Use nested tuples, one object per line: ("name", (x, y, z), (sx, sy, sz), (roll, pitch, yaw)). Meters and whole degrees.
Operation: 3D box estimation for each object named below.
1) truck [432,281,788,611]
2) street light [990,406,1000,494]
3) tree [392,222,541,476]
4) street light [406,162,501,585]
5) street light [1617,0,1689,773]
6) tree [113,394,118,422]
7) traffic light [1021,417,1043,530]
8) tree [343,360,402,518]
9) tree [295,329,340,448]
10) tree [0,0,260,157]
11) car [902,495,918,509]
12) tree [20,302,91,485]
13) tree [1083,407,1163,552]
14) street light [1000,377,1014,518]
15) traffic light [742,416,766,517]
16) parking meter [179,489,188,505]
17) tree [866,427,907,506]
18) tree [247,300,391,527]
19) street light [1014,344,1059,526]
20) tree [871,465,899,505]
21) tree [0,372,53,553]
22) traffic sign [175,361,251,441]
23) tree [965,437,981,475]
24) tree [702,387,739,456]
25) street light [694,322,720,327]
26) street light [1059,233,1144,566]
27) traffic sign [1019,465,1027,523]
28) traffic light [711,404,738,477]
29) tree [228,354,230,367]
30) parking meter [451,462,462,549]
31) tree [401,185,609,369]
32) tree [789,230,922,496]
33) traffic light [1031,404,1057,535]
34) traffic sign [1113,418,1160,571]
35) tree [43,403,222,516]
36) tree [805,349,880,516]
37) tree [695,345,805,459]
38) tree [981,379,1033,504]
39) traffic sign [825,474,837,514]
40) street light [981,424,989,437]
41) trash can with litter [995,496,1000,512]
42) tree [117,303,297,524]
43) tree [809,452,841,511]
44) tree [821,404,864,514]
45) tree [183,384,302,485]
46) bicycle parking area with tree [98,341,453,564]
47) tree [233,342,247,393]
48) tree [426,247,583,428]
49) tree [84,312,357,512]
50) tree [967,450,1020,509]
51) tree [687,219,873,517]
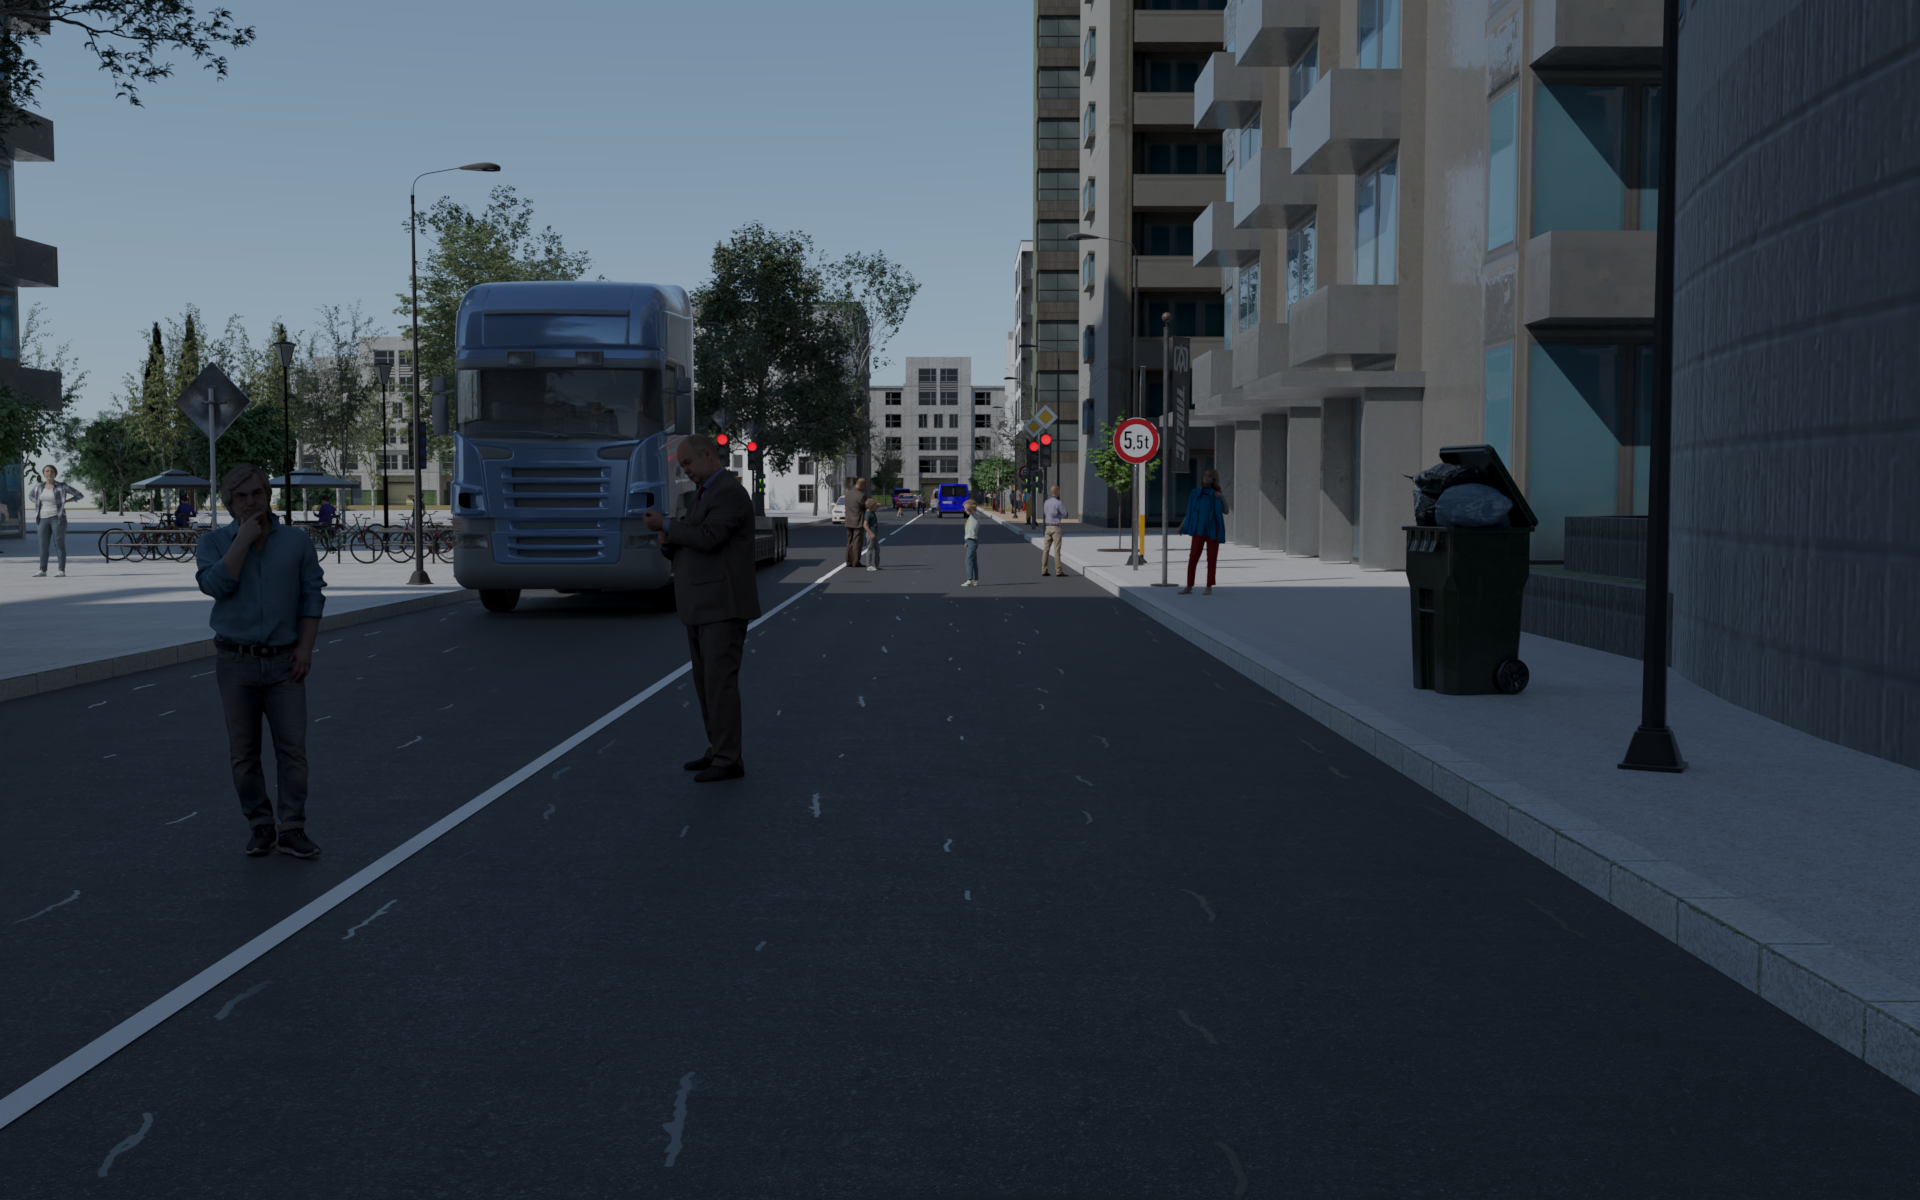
("truck", (-4.742, -2.349, 28.165), (2.967, 4.110, 18.799), (0, 4, -1))
("street light", (2.393, -7.276, 91.499), (1.470, 5.913, 1.316), (0, 4, 0))
("tree", (-20.112, -9.470, 72.965), (7.486, 12.596, 7.792), (0, 3, 0))
("street light", (-7.127, -3.172, 24.403), (1.470, 5.913, 1.316), (0, 4, 0))
("street light", (2.712, -2.166, 7.956), (1.470, 5.913, 1.316), (0, 4, 0))
("tree", (-34.200, -7.591, 74.469), (4.737, 8.622, 4.395), (0, 3, 0))
("traffic light", (2.630, -4.487, 62.281), (0.839, 4.253, 0.868), (0, 4, 0))
("tree", (-32.222, -8.802, 94.268), (4.737, 8.622, 4.395), (0, 3, 0))
("tree", (-28.773, -7.429, 71.826), (4.737, 8.622, 4.395), (0, 3, 0))
("tree", (-8.719, -4.725, 11.670), (8.767, 10.594, 7.601), (0, 4, -7))
("car", (-4.844, -9.614, 169.543), (2.083, 1.381, 4.827), (0, 4, -1))
("tree", (-35.317, -7.027, 65.247), (4.737, 8.622, 4.395), (0, 3, 0))
("tree", (3.704, -2.690, 38.586), (1.663, 3.219, 1.824), (0, 3, 0))
("street light", (2.432, -5.880, 68.677), (1.470, 5.913, 1.316), (0, 4, 0))
("traffic light", (-7.411, -4.483, 62.224), (0.839, 4.253, 0.868), (0, 4, 0))
("parking meter", (-27.542, -3.407, 61.410), (0.255, 1.863, 0.399), (-2, 4, -28))
("tree", (-8.116, -14.601, 189.088), (4.360, 8.622, 3.978), (0, 3, 0))
("tree", (-23.428, -7.012, 65.002), (4.360, 8.622, 3.978), (0, 3, 0))
("street light", (2.509, -4.963, 53.684), (1.470, 5.913, 1.316), (0, 4, 0))
("tree", (-8.425, -12.927, 195.064), (4.285, 4.588, 4.351), (0, 3, 0))
("tree", (-21.530, -3.272, 37.215), (4.285, 4.588, 4.351), (0, 3, 0))
("traffic sign", (-7.440, -1.072, 17.262), (0.795, 2.593, 0.064), (0, 4, 7))
("tree", (2.948, -16.196, 215.161), (4.360, 8.622, 3.978), (0, 3, 0))
("tree", (-16.175, -9.925, 112.632), (4.737, 8.622, 4.395), (0, 3, 0))
("street light", (-7.193, -4.550, 46.933), (1.470, 5.913, 1.316), (0, 4, 0))
("street light", (2.600, -3.575, 30.991), (1.470, 5.913, 1.316), (0, 4, 0))
("traffic sign", (2.907, -4.560, 74.660), (0.768, 2.556, 0.104), (0, 4, 6))
("traffic light", (-7.379, -3.995, 54.239), (0.839, 4.253, 0.868), (0, 4, 0))
("tree", (-33.168, -8.030, 81.660), (4.360, 8.622, 3.978), (0, 3, 0))
("parking meter", (-7.730, -1.308, 27.099), (0.255, 1.863, 0.399), (3, 4, 37))
("tree", (-26.782, -15.200, 104.401), (12.611, 20.169, 13.585), (0, 3, 0))
("tree", (-9.437, -16.464, 125.067), (12.611, 20.169, 13.585), (0, 3, 0))
("traffic light", (2.662, -3.998, 54.296), (0.839, 4.253, 0.868), (0, 4, 0))
("traffic sign", (2.946, -1.765, 28.961), (0.768, 2.556, 0.104), (0, 4, 7))
("tree", (-51.488, -8.915, 108.662), (11.467, 7.101, 20.602), (-3, 5, -41))
("tree", (-8.189, -10.223, 101.561), (7.601, 10.594, 8.767), (-1, 4, -19))
("tree", (-12.203, -9.505, 89.823), (7.601, 10.594, 8.767), (0, 4, -3))
("tree", (4.074, -9.592, 107.199), (4.360, 8.622, 3.978), (0, 3, 0))
("traffic sign", (-8.107, -6.644, 108.732), (0.768, 2.556, 0.104), (0, 4, 7))
("street light", (2.280, -8.656, 114.064), (1.470, 5.913, 1.316), (0, 4, 0))
("trash can with litter", (2.868, -6.801, 122.588), (0.624, 1.170, 1.055), (-1, 4, -13))
("tree", (-28.716, -7.089, 66.261), (4.737, 8.622, 4.395), (0, 3, 0))
("tree", (-10.896, -11.287, 134.898), (4.360, 8.622, 3.978), (0, 3, 0))
("tree", (-8.344, -9.923, 112.609), (4.737, 8.622, 4.395), (0, 3, 0))
("tree", (-21.450, -4.160, 51.724), (4.285, 4.588, 4.351), (0, 3, 0))
("bicycle parking area with tree", (-12.790, -2.956, 35.325), (9.016, 4.147, 8.231), (1, 4, 15))
("tree", (-28.800, -7.717, 76.541), (4.360, 8.622, 3.978), (0, 3, 0))
("tree", (-21.958, -11.131, 88.647), (9.857, 13.997, 8.962), (0, 3, 0))
("tree", (-55.674, -13.958, 130.037), (18.604, 14.587, 13.155), (-2, 4, -29))
("tree", (2.948, -8.829, 128.069), (4.285, 4.588, 4.351), (0, 3, 0))
("tree", (-8.337, -9.518, 72.620), (9.611, 12.733, 9.660), (0, 3, 0))
